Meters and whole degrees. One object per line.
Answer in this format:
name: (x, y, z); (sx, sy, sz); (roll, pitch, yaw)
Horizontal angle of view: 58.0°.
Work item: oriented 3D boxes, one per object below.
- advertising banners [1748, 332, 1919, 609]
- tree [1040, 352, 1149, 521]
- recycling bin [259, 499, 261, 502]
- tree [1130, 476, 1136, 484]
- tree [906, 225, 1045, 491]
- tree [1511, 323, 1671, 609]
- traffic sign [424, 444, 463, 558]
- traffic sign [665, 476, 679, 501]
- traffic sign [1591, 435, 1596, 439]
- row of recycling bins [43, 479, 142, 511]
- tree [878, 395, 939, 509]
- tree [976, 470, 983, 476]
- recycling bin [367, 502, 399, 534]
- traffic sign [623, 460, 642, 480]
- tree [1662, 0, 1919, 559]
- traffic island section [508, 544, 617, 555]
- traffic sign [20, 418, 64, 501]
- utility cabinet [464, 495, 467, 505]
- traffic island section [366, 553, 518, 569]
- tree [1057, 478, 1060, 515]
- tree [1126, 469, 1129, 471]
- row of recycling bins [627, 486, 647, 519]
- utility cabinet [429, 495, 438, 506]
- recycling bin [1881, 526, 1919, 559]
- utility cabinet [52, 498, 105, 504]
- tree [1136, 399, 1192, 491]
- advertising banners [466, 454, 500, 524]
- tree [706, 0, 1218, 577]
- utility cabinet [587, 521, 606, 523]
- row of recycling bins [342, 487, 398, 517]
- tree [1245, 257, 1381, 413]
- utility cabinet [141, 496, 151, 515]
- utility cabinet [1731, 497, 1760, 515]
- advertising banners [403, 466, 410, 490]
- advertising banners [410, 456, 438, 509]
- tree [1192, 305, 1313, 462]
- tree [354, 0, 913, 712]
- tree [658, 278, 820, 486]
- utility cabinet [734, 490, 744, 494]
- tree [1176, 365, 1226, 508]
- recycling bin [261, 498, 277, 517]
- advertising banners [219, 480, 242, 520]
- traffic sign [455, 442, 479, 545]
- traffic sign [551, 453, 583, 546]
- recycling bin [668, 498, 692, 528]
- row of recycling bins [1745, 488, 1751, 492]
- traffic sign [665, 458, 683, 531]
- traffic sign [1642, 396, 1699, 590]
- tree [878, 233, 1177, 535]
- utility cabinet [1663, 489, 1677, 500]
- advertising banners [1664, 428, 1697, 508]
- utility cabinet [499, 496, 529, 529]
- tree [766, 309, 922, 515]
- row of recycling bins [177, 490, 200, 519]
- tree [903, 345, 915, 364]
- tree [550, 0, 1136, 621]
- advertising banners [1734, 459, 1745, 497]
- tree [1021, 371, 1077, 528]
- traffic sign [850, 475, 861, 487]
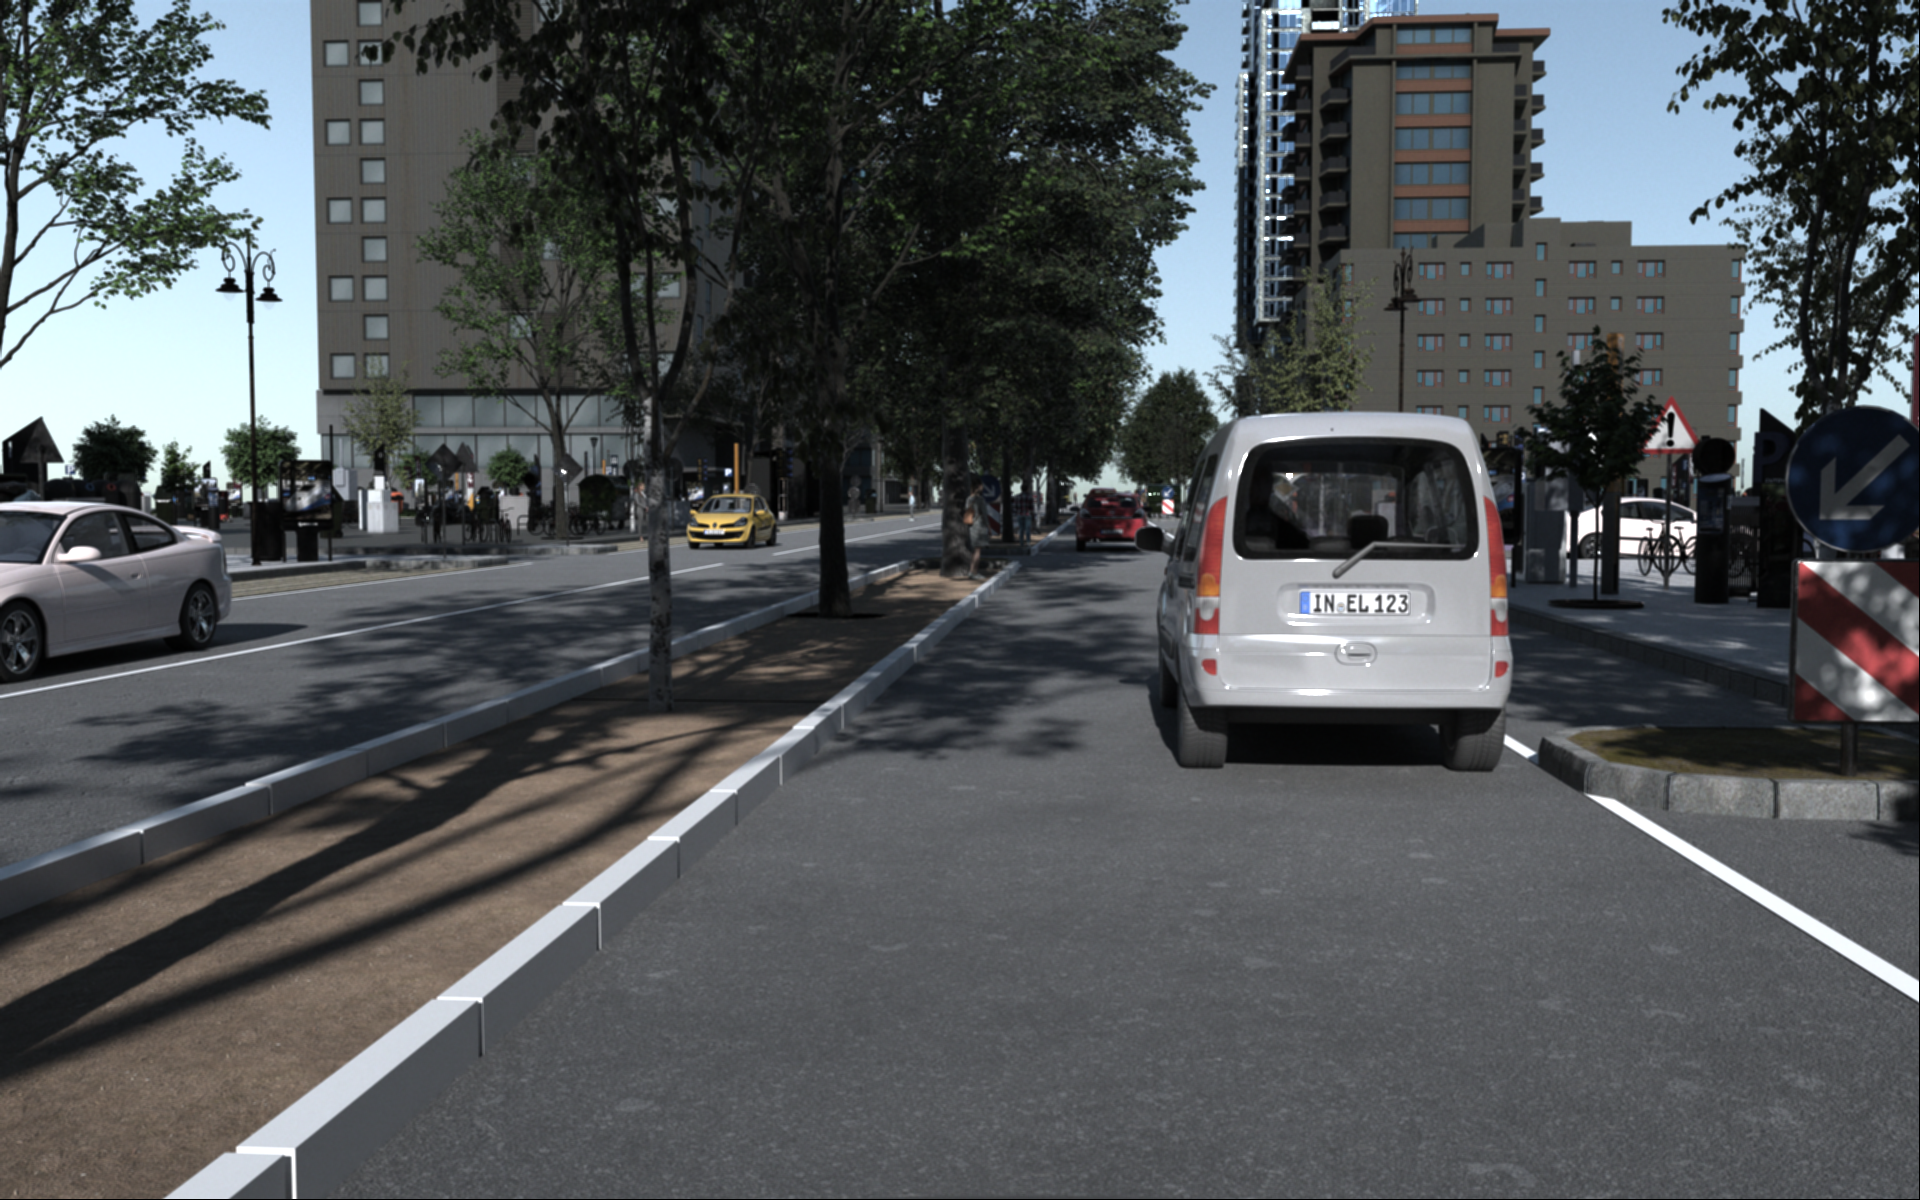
advertising banners: (9.849, -1.398, 19.047); (2.074, 3.025, 0.090); (2, 4, 25)
tree: (4.888, -11.014, 92.901); (12.009, 13.543, 11.850); (0, 3, 0)
recycling bin: (-48.113, -6.546, 119.580); (0.722, 1.027, 0.722); (-2, 4, -35)
tree: (20.964, -14.497, 187.392); (4.360, 8.622, 3.978); (0, 3, 0)
tree: (0.593, -5.520, 43.074); (4.737, 8.622, 4.395); (0, 3, 0)
tree: (7.130, -1.537, 19.736); (1.663, 3.219, 1.824); (0, 3, 0)
traffic sign: (-10.266, -1.885, 34.457); (0.795, 2.450, 0.064); (0, 4, 5)
traffic sign: (-11.602, -4.258, 69.718); (0.768, 2.556, 0.104); (1, 4, 13)
traffic sign: (9.754, -1.470, 26.158); (0.606, 2.300, 0.079); (1, 4, 11)
row of recycling bins: (-24.128, -2.506, 48.089); (1.069, 1.692, 3.534); (1, 4, 11)
tree: (-3.296, -13.090, 148.431); (8.767, 10.594, 7.601); (1, 4, 16)
tree: (2.012, -14.300, 217.518); (4.285, 4.588, 4.351); (0, 3, 0)
recycling bin: (-18.664, -2.658, 56.020); (0.722, 1.027, 0.722); (2, 4, 30)
traffic sign: (-12.077, -3.899, 63.859); (0.768, 2.556, 0.104); (1, 4, 11)
tree: (7.531, -3.912, 14.325); (4.737, 8.622, 4.395); (0, 3, 0)
traffic island section: (-9.636, -1.235, 42.479); (2.009, 0.180, 2.903); (0, 4, 5)
traffic sign: (-15.640, -1.804, 29.497); (0.884, 2.594, 0.081); (1, 4, 14)
utility cabinet: (-32.461, -6.313, 114.372); (0.306, 1.237, 1.020); (1, 4, 10)
traffic island section: (-10.290, -0.749, 34.521); (2.009, 0.180, 2.903); (0, 4, 5)
tree: (6.327, -10.782, 113.158); (8.767, 10.594, 7.601); (0, 4, 5)
tree: (27.837, -19.586, 270.599); (4.360, 8.622, 3.978); (0, 3, 0)
row of recycling bins: (-17.491, -5.105, 90.581); (3.534, 1.692, 1.069); (-1, 4, -9)
utility cabinet: (-26.128, -4.627, 86.816); (1.020, 1.237, 0.306); (-2, 4, -33)
recycling bin: (13.449, -0.757, 24.933); (0.722, 1.027, 0.722); (1, 4, 20)
utility cabinet: (-14.979, -1.119, 29.464); (0.306, 1.237, 1.020); (0, 4, 7)
tree: (16.583, -11.207, 133.589); (4.360, 8.622, 3.978); (0, 3, 0)
advertising banners: (-20.801, -4.847, 75.440); (2.074, 3.025, 0.090); (2, 4, 31)
tree: (-0.013, -7.371, 29.621); (9.857, 13.997, 8.962); (0, 3, 0)
utility cabinet: (-16.287, -4.043, 77.273); (1.020, 1.237, 0.306); (2, 4, 30)
row of recycling bins: (-33.192, -5.497, 96.984); (3.534, 1.692, 1.069); (-3, 5, -42)
tree: (11.294, -6.361, 54.370); (4.737, 8.622, 4.395); (0, 3, 0)
utility cabinet: (-31.670, -3.398, 66.727); (1.020, 1.237, 0.306); (1, 4, 20)
utility cabinet: (19.131, -1.917, 42.510); (1.020, 1.237, 0.306); (3, 4, 38)
advertising banners: (-33.969, -6.901, 109.024); (2.074, 3.025, 0.090); (-2, 4, -32)
advertising banners: (-24.816, -5.155, 80.471); (0.090, 3.025, 2.074); (1, 4, 12)
tree: (11.761, -7.215, 68.325); (4.360, 8.622, 3.978); (0, 3, 0)
tree: (-1.971, -3.552, 10.900); (4.360, 8.622, 3.978); (0, 3, 0)
tree: (-9.356, -8.637, 75.628); (8.767, 10.594, 7.601); (0, 4, -4)
utility cabinet: (-12.692, -5.644, 100.951); (0.318, 1.500, 1.173); (2, 4, 34)
tree: (19.475, -14.512, 154.286); (9.611, 12.733, 9.660); (0, 3, 0)
recycling bin: (-40.924, -5.539, 103.121); (0.722, 1.027, 0.722); (2, 4, 33)
advertising banners: (-35.536, -5.335, 83.415); (2.074, 3.025, 0.090); (-1, 4, -9)
traffic sign: (-12.443, -2.652, 43.364); (0.884, 2.594, 0.081); (1, 4, 14)
traffic sign: (-9.612, -2.371, 42.415); (0.795, 2.450, 0.064); (0, 4, 5)
recycling bin: (-10.720, -3.271, 66.038); (0.722, 1.027, 0.722); (-2, 4, -29)
row of recycling bins: (50.011, -6.158, 107.794); (1.069, 1.692, 3.534); (0, 4, -7)
traffic sign: (-10.016, -3.686, 60.367); (0.768, 2.556, 0.104); (1, 4, 11)
traffic sign: (9.423, -1.409, 23.037); (0.884, 2.594, 0.081); (1, 4, 9)
tree: (2.355, -8.604, 60.132); (9.611, 12.733, 9.660); (0, 3, 0)
utility cabinet: (29.541, -3.866, 71.895); (1.173, 1.500, 0.318); (-3, 4, -38)
advertising banners: (18.824, -3.000, 45.232); (0.090, 3.025, 2.074); (3, 5, 43)
utility cabinet: (-16.440, -3.223, 63.851); (1.020, 1.237, 0.306); (-2, 4, -31)
tree: (-7.412, -12.054, 107.446); (12.009, 13.543, 11.850); (0, 3, 0)
row of recycling bins: (-41.329, -5.203, 92.177); (1.069, 1.692, 3.534); (0, 4, -6)
tree: (0.369, -19.629, 176.823); (12.611, 20.169, 13.585); (0, 3, 0)
tree: (-1.547, -5.602, 19.811); (9.928, 11.665, 9.643); (0, 3, 0)
advertising banners: (38.252, -5.434, 85.041); (0.090, 3.025, 2.074); (3, 4, 36)
tree: (3.343, -7.363, 73.209); (4.360, 8.622, 3.978); (0, 3, 0)
traffic sign: (-7.079, -7.185, 117.579); (0.768, 2.556, 0.104); (0, 4, 7)
